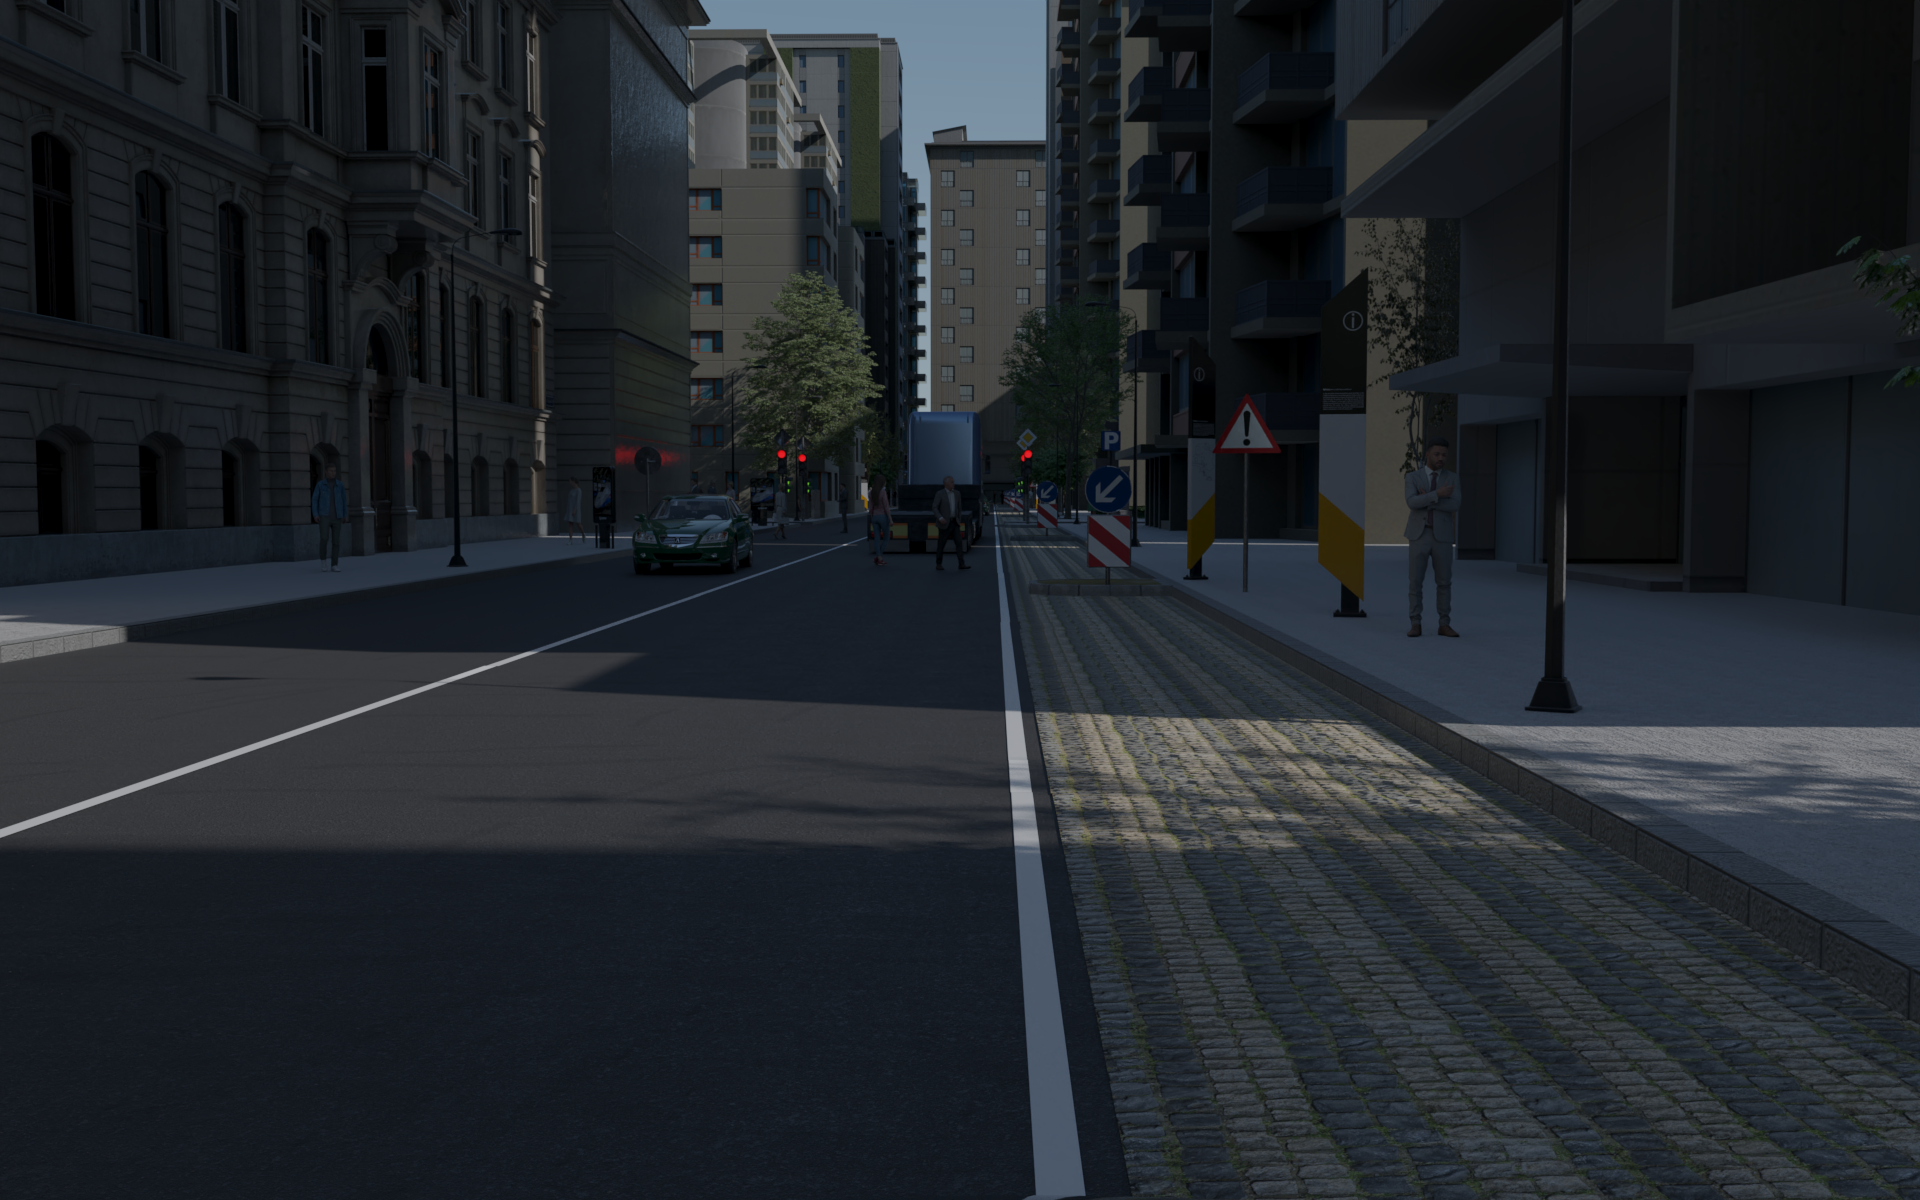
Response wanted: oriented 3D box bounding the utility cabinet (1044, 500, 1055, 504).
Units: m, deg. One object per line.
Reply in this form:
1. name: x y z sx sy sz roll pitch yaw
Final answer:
1. utility cabinet: 5.150 -5.561 99.595 0.318 1.500 1.173 1 4 21

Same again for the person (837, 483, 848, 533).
1. person: -4.346 -3.409 64.043 0.447 1.846 0.655 0 4 -5

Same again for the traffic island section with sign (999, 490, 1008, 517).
1. traffic island section with sign: 3.562 -6.027 107.173 1.989 1.847 2.006 0 4 1

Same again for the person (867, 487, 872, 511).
1. person: -6.967 -7.665 131.624 0.793 1.790 0.793 -1 4 -23

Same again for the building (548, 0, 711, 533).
1. building: -25.414 -14.109 63.963 30.059 22.955 16.112 0 4 1

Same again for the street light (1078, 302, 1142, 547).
1. street light: 3.707 -4.244 41.928 1.470 5.913 1.316 0 4 1

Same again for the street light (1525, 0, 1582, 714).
1. street light: 2.989 -2.299 10.136 1.470 5.913 1.316 0 4 1

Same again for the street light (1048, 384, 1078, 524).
1. street light: 4.407 -6.150 73.099 1.470 5.913 1.316 0 4 1

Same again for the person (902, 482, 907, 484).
1. person: -1.872 -3.241 61.350 0.748 1.841 0.638 2 4 27

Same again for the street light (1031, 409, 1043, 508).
1. street light: 4.760 -7.438 94.152 1.470 5.913 1.316 0 4 1

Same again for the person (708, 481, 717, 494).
1. person: -9.423 -3.691 66.567 0.590 1.801 0.661 1 4 9

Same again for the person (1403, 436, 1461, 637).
1. person: 4.240 -0.569 15.522 0.511 1.800 0.466 0 4 -6

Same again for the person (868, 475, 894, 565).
1. person: -1.584 -1.615 34.909 0.555 1.821 0.388 2 4 26

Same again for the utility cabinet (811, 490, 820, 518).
1. utility cabinet: -7.557 -5.006 90.528 0.318 1.500 1.173 -1 4 -13

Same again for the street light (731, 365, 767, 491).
1. street light: -7.655 -5.501 62.477 1.470 5.913 1.316 0 4 1

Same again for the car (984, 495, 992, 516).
1. car: 1.047 -6.374 116.006 2.131 1.459 4.920 0 4 2

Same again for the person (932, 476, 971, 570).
1. person: -0.161 -1.449 32.595 0.661 1.777 0.834 -3 5 -42

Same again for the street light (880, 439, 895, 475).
1. street light: -6.126 -10.577 145.470 1.470 5.913 1.316 0 4 1

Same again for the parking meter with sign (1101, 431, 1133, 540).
1. parking meter with sign: 4.302 -3.105 47.023 0.543 3.016 1.738 -1 4 -10

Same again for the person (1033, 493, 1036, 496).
1. person: 7.844 -11.317 191.095 1.348 1.821 0.705 0 4 4

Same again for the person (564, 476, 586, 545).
1. person: -9.748 -2.267 43.856 0.466 1.731 0.760 1 4 14

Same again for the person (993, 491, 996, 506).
1. person: 3.917 -11.687 200.103 0.721 1.766 1.217 1 4 9

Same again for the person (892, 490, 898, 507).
1. person: -6.705 -10.475 177.316 0.705 1.822 1.348 2 4 30

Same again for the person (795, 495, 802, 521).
1. person: -7.802 -4.464 83.700 0.373 1.253 0.362 -1 4 -16

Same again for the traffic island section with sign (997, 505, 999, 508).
1. traffic island section with sign: 4.067 -7.676 134.124 1.989 1.847 2.006 0 4 1

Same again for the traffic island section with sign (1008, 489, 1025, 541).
1. traffic island section with sign: 2.541 -2.720 53.092 1.989 1.847 2.006 0 4 1

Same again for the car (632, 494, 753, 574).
1. car: -4.985 -1.281 32.736 2.131 1.459 4.920 0 4 -1

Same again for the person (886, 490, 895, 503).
1. person: -6.947 -9.928 169.188 1.217 1.723 0.721 0 4 -8

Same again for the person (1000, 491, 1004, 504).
1. person: 5.419 -12.947 219.813 0.705 1.869 1.348 3 5 40

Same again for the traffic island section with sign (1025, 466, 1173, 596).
1. traffic island section with sign: 1.996 -1.008 25.104 1.989 1.847 2.006 0 4 1

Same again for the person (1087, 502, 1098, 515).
1. person: 5.334 -3.837 69.027 0.600 1.795 0.529 0 4 7

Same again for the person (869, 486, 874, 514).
1. person: -2.637 -2.892 55.973 0.709 1.800 0.728 3 5 44

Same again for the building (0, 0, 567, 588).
1. building: -18.014 -13.306 36.641 14.460 24.649 34.723 0 4 1

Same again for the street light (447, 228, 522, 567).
1. street light: -8.339 -3.539 30.411 1.470 5.913 1.316 0 4 1

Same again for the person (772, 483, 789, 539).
1. person: -5.747 -2.836 55.217 0.624 1.780 0.694 -2 4 -31

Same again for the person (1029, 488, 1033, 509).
1. person: 6.035 -8.696 148.455 0.478 1.798 0.641 -2 4 -31

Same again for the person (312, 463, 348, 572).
1. person: -10.350 -1.350 28.458 0.601 1.785 0.444 -2 4 -33

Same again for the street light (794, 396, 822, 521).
1. street light: -7.213 -6.701 82.103 1.470 5.913 1.316 0 4 1

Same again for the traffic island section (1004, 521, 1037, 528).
1. traffic island section: 3.073 -3.657 82.064 2.009 0.180 2.903 0 4 1

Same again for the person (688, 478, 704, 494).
1. person: -8.981 -3.232 58.846 0.822 1.834 0.622 -3 4 -38

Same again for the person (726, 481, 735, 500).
1. person: -8.081 -3.347 61.441 0.598 1.740 0.731 -3 5 -44
